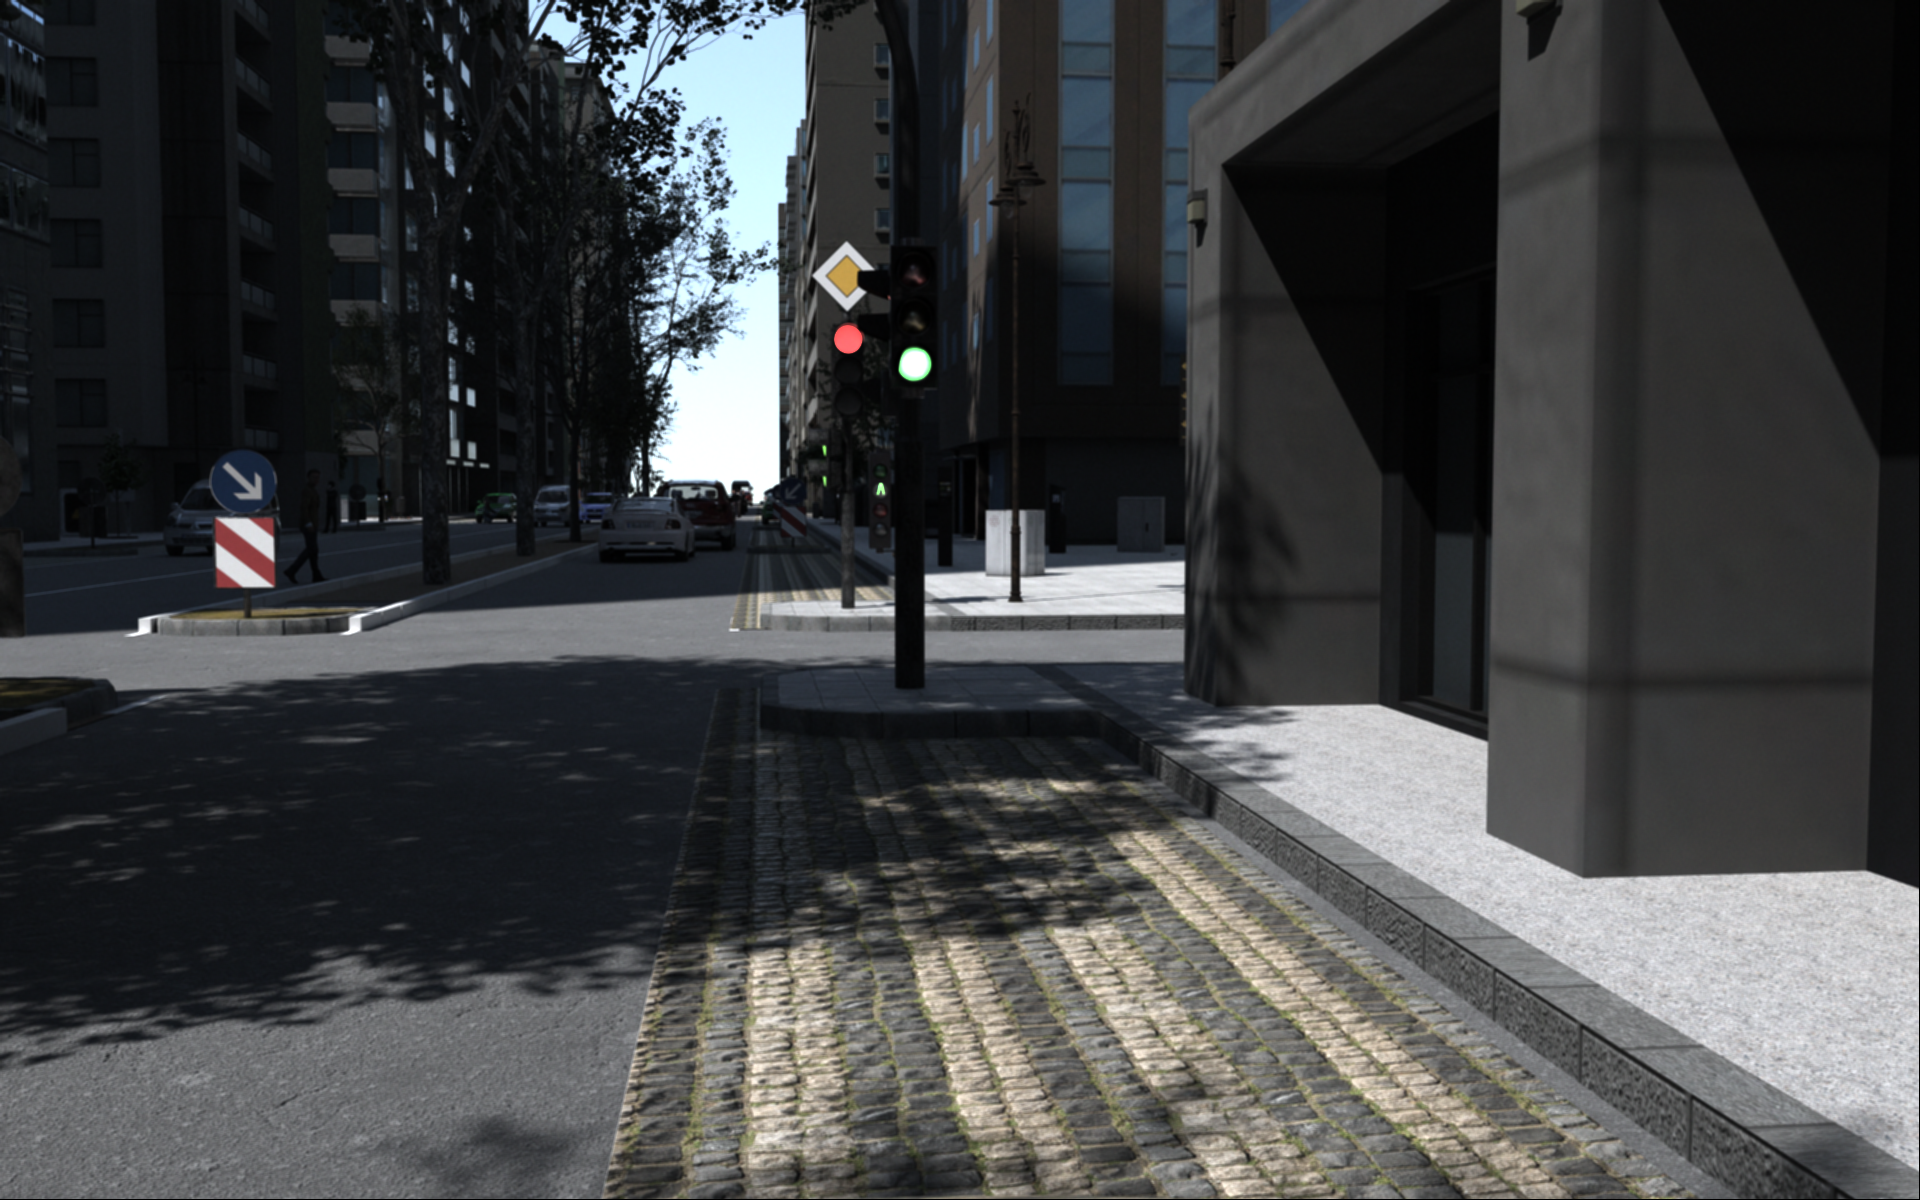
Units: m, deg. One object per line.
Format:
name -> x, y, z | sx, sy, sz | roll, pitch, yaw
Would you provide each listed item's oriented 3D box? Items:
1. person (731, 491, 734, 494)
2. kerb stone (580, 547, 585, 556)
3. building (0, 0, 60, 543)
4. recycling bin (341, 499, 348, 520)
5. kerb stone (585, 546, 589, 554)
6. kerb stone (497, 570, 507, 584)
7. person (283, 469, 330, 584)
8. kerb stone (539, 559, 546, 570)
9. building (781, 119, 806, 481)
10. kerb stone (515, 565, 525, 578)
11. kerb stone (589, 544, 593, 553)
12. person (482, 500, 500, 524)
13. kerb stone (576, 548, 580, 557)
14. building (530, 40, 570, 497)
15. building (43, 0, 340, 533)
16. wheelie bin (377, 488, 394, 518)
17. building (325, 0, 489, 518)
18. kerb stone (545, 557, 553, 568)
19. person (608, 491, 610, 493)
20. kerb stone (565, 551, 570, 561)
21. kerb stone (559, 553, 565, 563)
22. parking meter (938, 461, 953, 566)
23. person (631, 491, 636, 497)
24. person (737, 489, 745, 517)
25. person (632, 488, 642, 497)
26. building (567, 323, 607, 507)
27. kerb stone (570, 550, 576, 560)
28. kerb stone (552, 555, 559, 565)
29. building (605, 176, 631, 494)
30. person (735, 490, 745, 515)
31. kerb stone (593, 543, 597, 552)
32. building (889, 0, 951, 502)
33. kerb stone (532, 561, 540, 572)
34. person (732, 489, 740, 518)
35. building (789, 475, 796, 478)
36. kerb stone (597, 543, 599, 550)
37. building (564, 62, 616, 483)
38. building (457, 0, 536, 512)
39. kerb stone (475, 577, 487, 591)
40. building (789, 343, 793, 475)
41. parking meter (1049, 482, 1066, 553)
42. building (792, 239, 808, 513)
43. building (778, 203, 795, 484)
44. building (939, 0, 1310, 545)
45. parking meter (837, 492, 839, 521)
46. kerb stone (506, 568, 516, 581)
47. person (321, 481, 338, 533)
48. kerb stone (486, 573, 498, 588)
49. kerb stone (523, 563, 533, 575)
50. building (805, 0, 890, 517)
person -> -19.302, -8.435, 147.334 | 0.530, 1.710, 0.541 | 2, 4, 31
kerb stone -> -8.826, -1.084, 39.942 | 0.120, 0.150, 1.000 | 0, 4, -7
building -> -32.067, -43.784, 28.544 | 22.319, 86.520, 31.000 | 0, 4, -7
recycling bin -> -31.159, -4.556, 87.044 | 0.722, 1.027, 0.722 | -3, 4, -38
kerb stone -> -8.938, -1.148, 40.973 | 0.120, 0.150, 1.000 | 0, 4, -7
kerb stone -> -7.415, -0.336, 27.704 | 0.120, 0.150, 1.000 | 0, 4, -7
person -> -10.490, -1.191, 27.876 | 0.656, 1.842, 0.836 | 3, 5, 40
kerb stone -> -8.009, -0.649, 32.815 | 0.120, 0.150, 1.000 | 0, 4, -7
building -> -11.207, -36.961, 223.920 | 23.786, 49.044, 30.456 | 0, 4, -7
kerb stone -> -7.652, -0.460, 29.747 | 0.120, 0.150, 1.000 | 0, 4, -7
kerb stone -> -9.063, -1.211, 41.987 | 0.120, 0.150, 1.000 | 0, 4, -7
person -> -22.649, -4.259, 83.630 | 0.738, 1.151, 1.012 | 2, 4, 24
kerb stone -> -8.712, -1.023, 38.927 | 0.120, 0.150, 1.000 | 0, 4, -7
building -> -42.087, -28.579, 150.860 | 14.154, 41.232, 14.086 | 0, 4, -7
building -> -31.089, -23.066, 60.726 | 14.154, 41.232, 14.086 | 0, 4, -7
wheelie bin -> -30.224, -5.091, 91.152 | 0.693, 1.594, 0.980 | -3, 5, -43
building -> -42.363, -29.681, 104.893 | 23.786, 49.044, 30.456 | 0, 4, -7
kerb stone -> -8.118, -0.712, 33.844 | 0.120, 0.150, 1.000 | 0, 4, -7
person -> -34.006, -9.708, 167.892 | 0.621, 1.740, 0.551 | 0, 4, -4
kerb stone -> -8.472, -0.899, 36.892 | 0.120, 0.150, 1.000 | 0, 4, -7
kerb stone -> -8.354, -0.837, 35.875 | 0.120, 0.150, 1.000 | 0, 4, -7
parking meter -> -0.262, -1.538, 30.850 | 0.255, 1.863, 0.399 | 0, 4, 0
person -> -34.070, -10.512, 181.086 | 0.721, 1.735, 1.217 | 3, 4, 39
person -> -13.395, -5.913, 105.973 | 0.742, 1.727, 0.445 | 2, 4, 28
person -> -21.350, -6.492, 114.651 | 1.348, 1.823, 0.705 | -3, 5, -41
building -> -53.677, -20.961, 187.746 | 27.650, 21.520, 28.899 | 0, 4, -7
kerb stone -> -8.585, -0.961, 37.909 | 0.120, 0.150, 1.000 | 0, 4, -7
kerb stone -> -8.236, -0.775, 34.859 | 0.120, 0.150, 1.000 | 0, 4, -7
building -> -52.795, -35.899, 237.059 | 14.600, 45.320, 14.200 | 0, 4, -7
person -> -15.125, -6.720, 119.170 | 0.742, 1.727, 0.445 | 0, 4, -2
kerb stone -> -9.175, -1.273, 43.004 | 0.120, 0.150, 1.000 | 0, 4, -7
building -> 7.280, -32.794, 78.186 | 21.231, 58.520, 28.212 | 0, 4, -7
kerb stone -> -7.885, -0.587, 31.800 | 0.120, 0.150, 1.000 | 0, 4, -7
person -> -13.540, -5.785, 104.001 | 0.530, 1.710, 0.541 | -1, 4, -22
building -> 0.401, -28.592, 159.358 | 32.217, 40.220, 23.993 | 0, 4, -7
kerb stone -> -9.291, -1.335, 44.021 | 0.120, 0.150, 1.000 | 0, 4, -7
building -> -57.699, -38.293, 215.324 | 28.713, 52.752, 27.495 | 0, 4, -7
building -> -44.691, -31.046, 131.296 | 21.300, 48.544, 21.600 | 0, 4, -7
kerb stone -> -7.183, -0.212, 25.668 | 0.120, 0.150, 1.000 | 0, 4, -7
building -> -5.023, -21.384, 194.665 | 27.650, 21.520, 28.899 | 0, 4, -7
parking meter -> 2.118, -1.784, 37.577 | 0.372, 1.533, 0.369 | 0, 3, 0
building -> 1.504, -17.642, 133.485 | 27.650, 21.520, 28.899 | 0, 4, -7
building -> -18.659, -34.378, 245.679 | 14.154, 41.232, 14.086 | 0, 4, -7
building -> 6.988, -24.410, 49.211 | 14.600, 45.320, 14.200 | 0, 4, -7
parking meter -> -5.803, -4.573, 83.184 | 0.372, 1.533, 0.369 | 0, 3, 0
kerb stone -> -7.533, -0.400, 28.729 | 0.120, 0.150, 1.000 | 0, 4, -7
person -> -22.938, -3.375, 63.048 | 0.648, 1.900, 0.474 | 3, 4, 37
kerb stone -> -7.291, -0.275, 26.685 | 0.120, 0.150, 1.000 | 0, 4, -7
kerb stone -> -7.768, -0.525, 30.779 | 0.120, 0.150, 1.000 | 0, 4, -7
building -> 1.420, -29.572, 107.202 | 21.300, 48.544, 21.600 | 0, 4, -7
